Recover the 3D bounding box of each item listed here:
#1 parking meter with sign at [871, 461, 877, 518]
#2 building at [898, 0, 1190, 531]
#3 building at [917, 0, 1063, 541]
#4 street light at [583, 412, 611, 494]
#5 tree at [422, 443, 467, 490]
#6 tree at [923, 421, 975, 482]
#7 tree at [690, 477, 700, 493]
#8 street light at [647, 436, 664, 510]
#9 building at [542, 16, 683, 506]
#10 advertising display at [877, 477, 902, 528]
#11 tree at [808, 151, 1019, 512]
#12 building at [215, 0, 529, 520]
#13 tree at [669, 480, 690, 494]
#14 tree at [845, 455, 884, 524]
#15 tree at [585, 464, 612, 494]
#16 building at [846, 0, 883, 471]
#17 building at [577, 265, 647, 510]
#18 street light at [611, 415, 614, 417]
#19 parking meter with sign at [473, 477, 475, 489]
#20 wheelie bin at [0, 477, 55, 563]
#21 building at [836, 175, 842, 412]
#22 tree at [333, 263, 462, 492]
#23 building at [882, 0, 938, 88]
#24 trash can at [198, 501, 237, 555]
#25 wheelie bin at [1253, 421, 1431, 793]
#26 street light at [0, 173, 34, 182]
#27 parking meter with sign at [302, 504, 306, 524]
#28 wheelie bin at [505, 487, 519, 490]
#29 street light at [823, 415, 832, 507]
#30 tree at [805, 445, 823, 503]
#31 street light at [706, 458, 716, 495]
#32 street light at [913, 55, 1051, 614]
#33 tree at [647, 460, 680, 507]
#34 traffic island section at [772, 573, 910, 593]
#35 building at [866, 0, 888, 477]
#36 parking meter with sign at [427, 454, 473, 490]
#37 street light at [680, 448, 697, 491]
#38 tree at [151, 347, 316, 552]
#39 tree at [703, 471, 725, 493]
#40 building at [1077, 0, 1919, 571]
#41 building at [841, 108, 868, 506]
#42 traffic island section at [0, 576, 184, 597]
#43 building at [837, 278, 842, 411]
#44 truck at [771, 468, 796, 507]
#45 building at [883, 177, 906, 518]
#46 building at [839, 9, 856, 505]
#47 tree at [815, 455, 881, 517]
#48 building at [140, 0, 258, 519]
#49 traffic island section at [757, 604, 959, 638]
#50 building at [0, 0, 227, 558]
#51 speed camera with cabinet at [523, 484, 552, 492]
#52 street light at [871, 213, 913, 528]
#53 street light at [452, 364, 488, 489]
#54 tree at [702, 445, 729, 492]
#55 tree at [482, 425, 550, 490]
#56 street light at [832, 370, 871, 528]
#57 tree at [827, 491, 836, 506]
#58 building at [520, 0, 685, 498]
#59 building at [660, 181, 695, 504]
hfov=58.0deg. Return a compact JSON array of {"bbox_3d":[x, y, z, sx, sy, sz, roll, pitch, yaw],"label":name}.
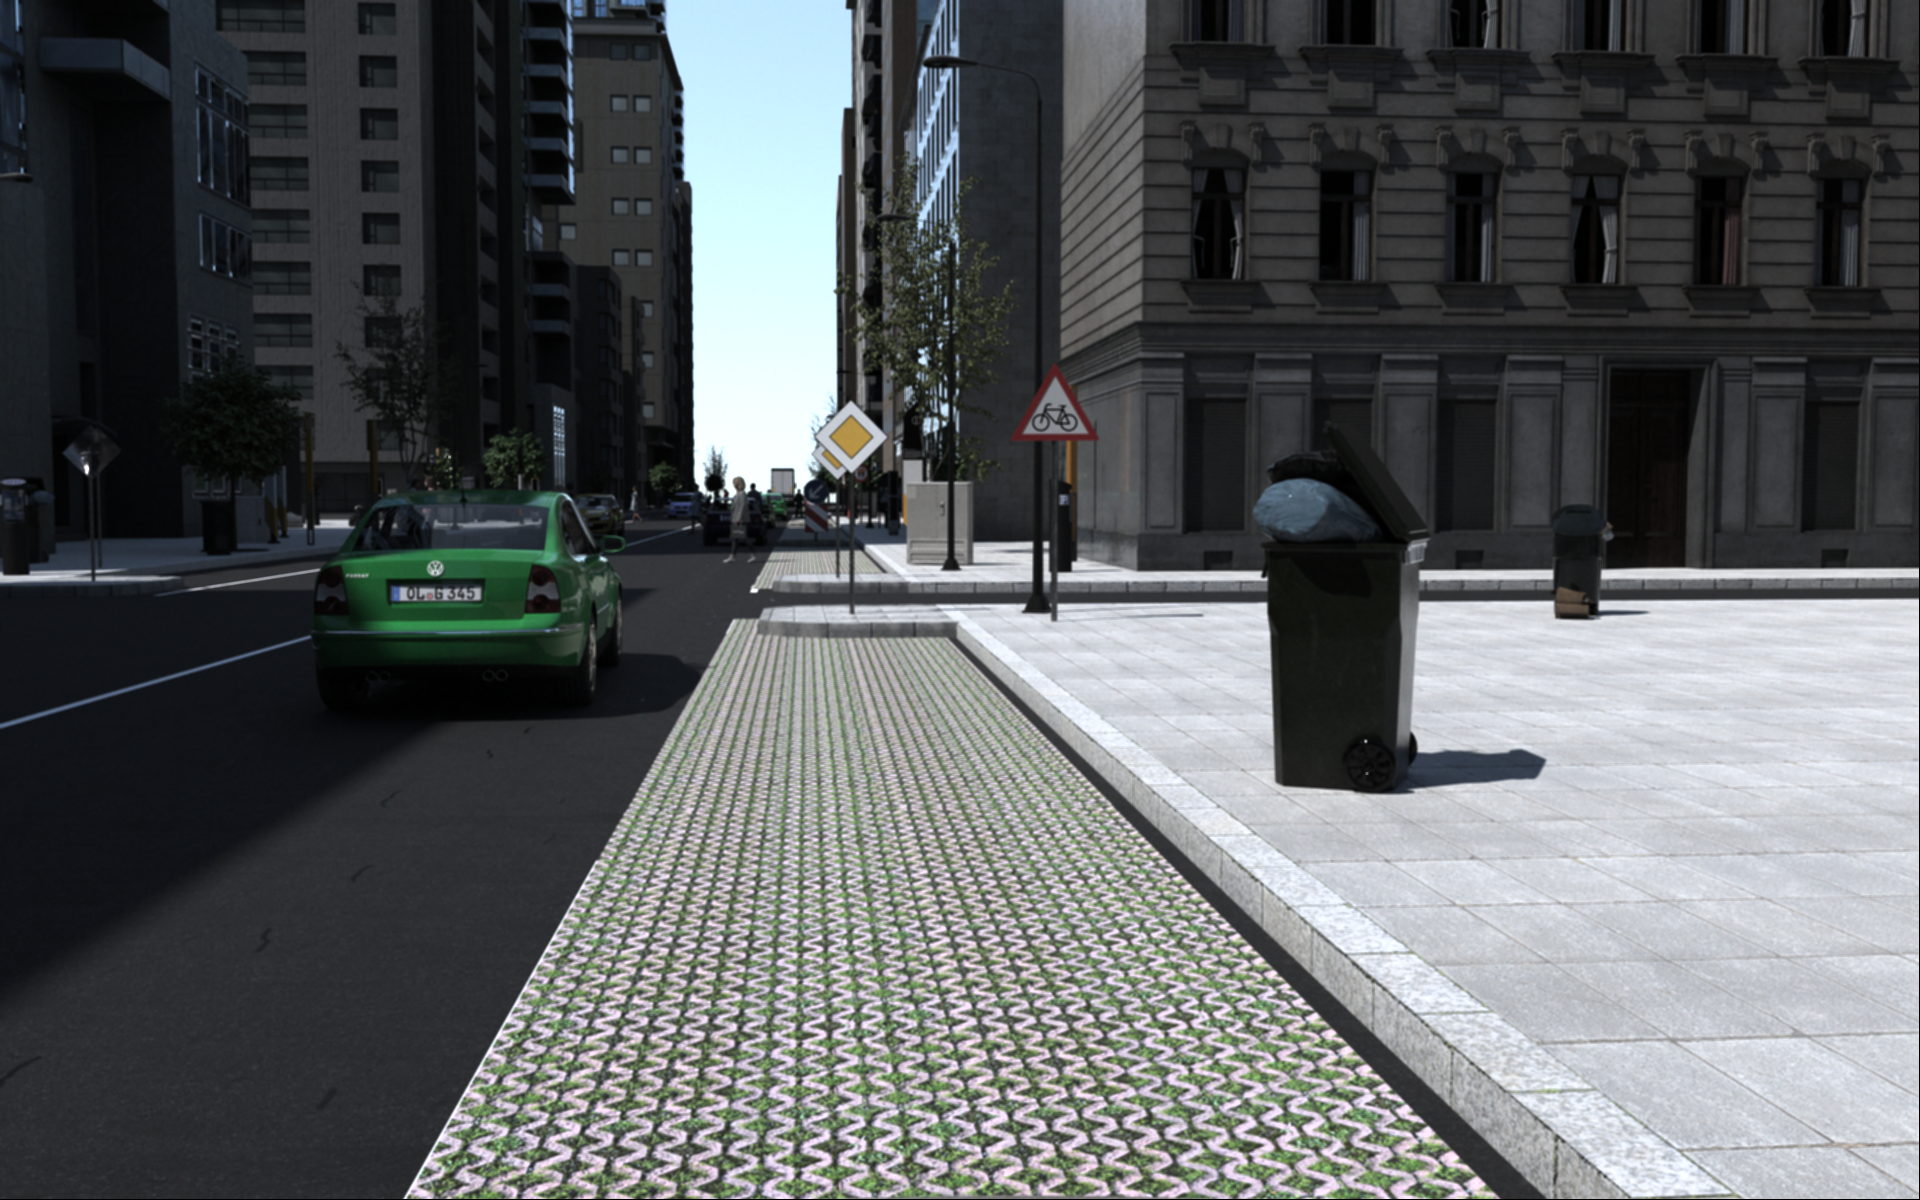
[{"bbox_3d":[-4.642,-5.876,92.335,0.543,3.016,1.738,0,3,0],"label":"parking meter with sign"},{"bbox_3d":[2.762,-13.730,73.642,9.793,20.994,18.267,0,4,-5],"label":"building"},{"bbox_3d":[4.389,-12.283,55.572,10.420,20.320,16.860,0,4,-5],"label":"building"},{"bbox_3d":[-20.743,-7.673,97.994,1.470,5.913,1.316,0,4,-5],"label":"street light"},{"bbox_3d":[-19.795,-4.398,66.503,1.663,3.219,1.824,0,3,0],"label":"tree"},{"bbox_3d":[-0.298,-3.117,45.564,1.663,3.219,1.824,0,3,0],"label":"tree"},{"bbox_3d":[-29.776,-12.178,193.709,1.663,3.219,1.824,0,3,0],"label":"tree"},{"bbox_3d":[-24.332,-10.145,138.417,1.470,5.913,1.316,0,4,-5],"label":"street light"},{"bbox_3d":[-46.504,-37.155,196.727,28.713,52.752,27.495,0,4,-5],"label":"building"},{"bbox_3d":[-2.638,-3.645,64.817,0.974,1.923,0.123,-2,4,-31],"label":"advertising display"},{"bbox_3d":[-0.635,-5.316,37.277,4.737,8.622,4.395,0,3,0],"label":"tree"},{"bbox_3d":[-31.114,-19.552,91.376,14.160,30.474,14.107,0,4,-5],"label":"building"},{"bbox_3d":[-28.115,-10.833,171.724,1.663,3.219,1.824,0,3,0],"label":"tree"},{"bbox_3d":[-3.971,-4.974,75.929,1.663,3.219,1.824,0,3,0],"label":"tree"},{"bbox_3d":[-23.129,-7.070,110.191,1.663,3.219,1.824,0,3,0],"label":"tree"},{"bbox_3d":[4.095,-35.038,162.110,28.713,52.752,27.495,0,4,-5],"label":"building"},{"bbox_3d":[-41.554,-18.319,144.557,27.650,21.520,28.899,0,4,-5],"label":"building"},{"bbox_3d":[-20.958,-7.883,101.421,1.470,5.913,1.316,0,4,-5],"label":"street light"},{"bbox_3d":[-22.513,-5.058,78.951,1.738,3.016,0.543,0,4,-2],"label":"parking meter with sign"},{"bbox_3d":[-17.328,-1.483,32.156,0.980,1.594,0.693,-1,4,-13],"label":"wheelie bin"},{"bbox_3d":[-6.960,-38.320,250.238,21.300,48.544,21.600,0,4,-5],"label":"building"},{"bbox_3d":[-17.592,-6.395,54.914,4.360,8.622,3.978,0,3,0],"label":"tree"},{"bbox_3d":[2.156,-28.271,112.344,14.600,45.320,14.200,0,4,-5],"label":"building"},{"bbox_3d":[-15.603,-1.516,36.436,0.748,1.137,0.748,0,3,0],"label":"trash can"},{"bbox_3d":[1.690,0.013,7.698,0.693,1.594,0.980,1,4,23],"label":"wheelie bin"},{"bbox_3d":[-14.106,-3.219,25.170,1.470,5.913,1.316,0,4,-5],"label":"street light"},{"bbox_3d":[-29.084,-4.822,75.107,1.738,3.016,0.543,2,4,31],"label":"parking meter with sign"},{"bbox_3d":[-20.450,-4.368,79.324,0.980,1.594,0.693,0,4,-3],"label":"wheelie bin"},{"bbox_3d":[-7.385,-8.052,104.198,1.470,5.913,1.316,0,4,-5],"label":"street light"},{"bbox_3d":[-20.441,-18.578,254.105,4.360,8.622,3.978,0,3,0],"label":"tree"},{"bbox_3d":[-31.792,-15.197,221.012,1.470,5.913,1.316,0,4,-5],"label":"street light"},{"bbox_3d":[0.305,-2.814,18.550,1.470,5.913,1.316,0,4,-5],"label":"street light"},{"bbox_3d":[-28.756,-11.265,167.897,4.285,4.588,4.351,0,3,0],"label":"tree"},{"bbox_3d":[-1.846,-0.258,26.502,2.009,0.180,2.903,0,4,-5],"label":"traffic island section"},{"bbox_3d":[4.075,-29.326,134.111,22.147,44.769,28.867,0,4,-5],"label":"building"},{"bbox_3d":[-22.377,-4.867,75.835,1.738,3.016,0.543,1,4,12],"label":"parking meter with sign"},{"bbox_3d":[-27.595,-12.361,174.648,1.470,5.913,1.316,0,4,-5],"label":"street light"},{"bbox_3d":[-16.230,-3.372,38.847,4.285,4.588,4.351,0,3,0],"label":"tree"},{"bbox_3d":[-34.110,-15.670,239.925,4.285,4.588,4.351,0,3,0],"label":"tree"},{"bbox_3d":[11.405,-11.276,33.515,18.267,20.994,9.793,0,4,-5],"label":"building"},{"bbox_3d":[-6.395,-33.485,197.589,14.600,45.320,14.200,0,4,-5],"label":"building"},{"bbox_3d":[-12.795,-0.199,25.531,2.009,0.180,2.903,0,4,-5],"label":"traffic island section"},{"bbox_3d":[-9.468,-28.194,232.674,14.160,30.474,14.107,0,4,-5],"label":"building"},{"bbox_3d":[-19.746,-12.515,193.538,2.839,4.237,11.283,0,4,-5],"label":"truck"},{"bbox_3d":[1.636,-13.932,92.415,10.561,19.102,19.286,0,4,-5],"label":"building"},{"bbox_3d":[-5.043,-47.469,214.362,20.563,71.187,20.611,0,4,-5],"label":"building"},{"bbox_3d":[-6.128,-6.991,98.015,4.285,4.588,4.351,0,3,0],"label":"tree"},{"bbox_3d":[-36.282,-48.952,113.031,22.319,86.520,31.000,0,4,-5],"label":"building"},{"bbox_3d":[-1.135,0.228,18.548,2.009,0.180,2.903,0,4,-5],"label":"traffic island section"},{"bbox_3d":[-30.959,-44.393,38.501,22.319,86.520,31.000,0,4,-5],"label":"building"},{"bbox_3d":[-21.647,-5.824,89.563,0.660,3.252,2.038,3,4,36],"label":"speed camera with cabinet"},{"bbox_3d":[-0.689,-3.447,28.892,1.470,5.913,1.316,0,4,-5],"label":"street light"},{"bbox_3d":[-17.506,-5.457,61.760,1.470,5.913,1.316,0,4,-5],"label":"street light"},{"bbox_3d":[-35.377,-18.434,251.752,4.737,8.622,4.395,0,3,0],"label":"tree"},{"bbox_3d":[-21.105,-6.047,82.576,4.285,4.588,4.351,0,3,0],"label":"tree"},{"bbox_3d":[-3.940,-5.663,65.125,1.470,5.913,1.316,0,4,-5],"label":"street light"},{"bbox_3d":[-14.057,-11.959,190.122,1.663,3.219,1.824,0,3,0],"label":"tree"},{"bbox_3d":[-48.236,-56.737,240.321,22.319,86.520,31.000,0,4,-5],"label":"building"},{"bbox_3d":[-41.317,-32.784,219.612,14.154,41.232,14.086,0,4,-5],"label":"building"}]
